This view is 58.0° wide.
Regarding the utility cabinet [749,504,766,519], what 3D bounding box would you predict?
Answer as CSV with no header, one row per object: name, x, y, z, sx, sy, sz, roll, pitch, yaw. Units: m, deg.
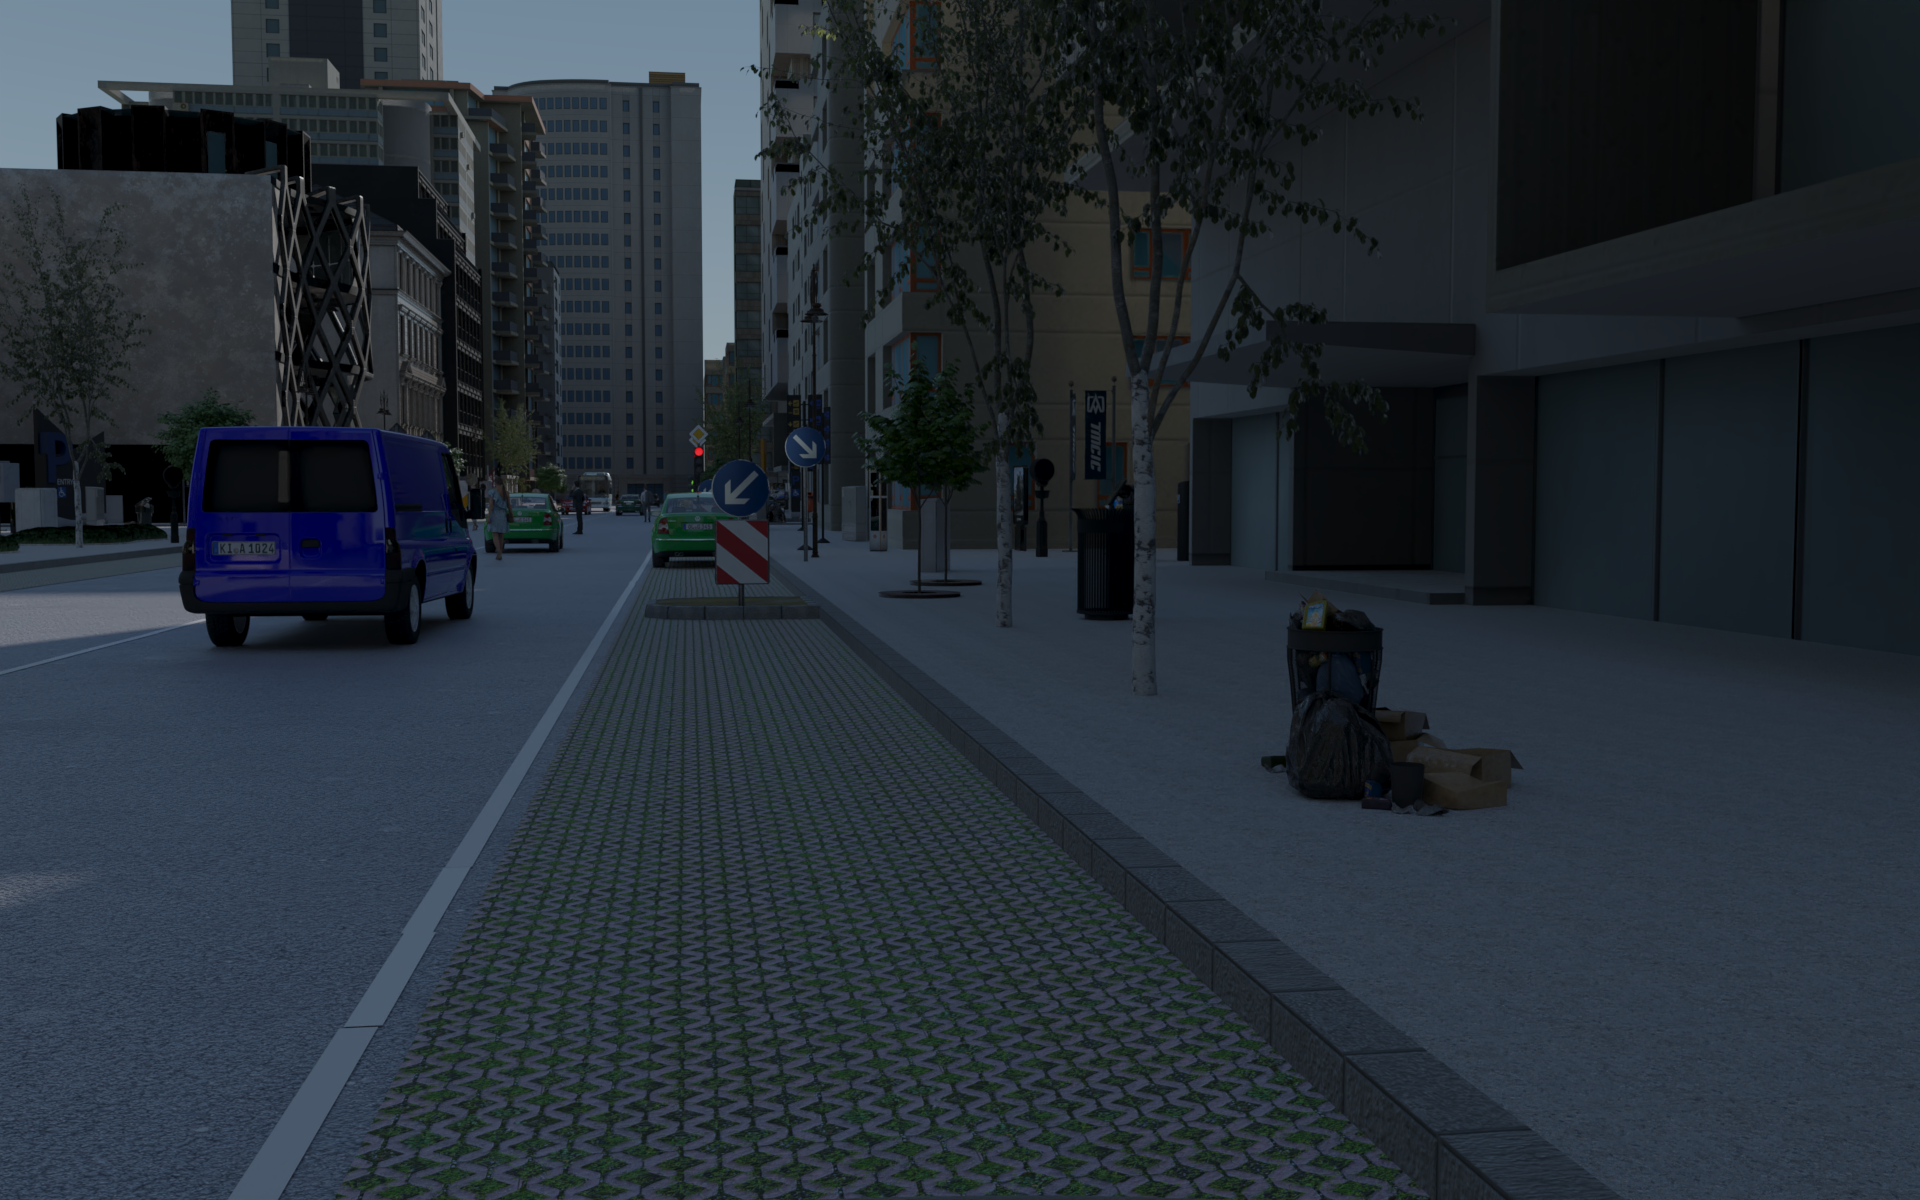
utility cabinet,-7.198,-3.229,61.470,0.318,1.500,1.173,1,4,9

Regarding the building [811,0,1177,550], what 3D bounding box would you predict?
building,10.093,-12.884,55.685,27.650,21.520,28.899,-1,4,-9

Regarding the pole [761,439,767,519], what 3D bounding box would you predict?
pole,-7.252,-4.291,63.998,0.158,3.312,0.155,0,3,0

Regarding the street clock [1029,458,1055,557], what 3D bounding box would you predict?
street clock,1.667,-1.875,35.234,0.471,2.002,0.358,-2,4,-24

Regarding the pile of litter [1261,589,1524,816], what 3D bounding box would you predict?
pile of litter,1.912,0.380,7.749,1.176,0.858,1.719,1,4,18

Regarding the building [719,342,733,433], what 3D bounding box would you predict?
building,-15.119,-22.557,213.840,27.650,21.520,28.899,-1,4,-9

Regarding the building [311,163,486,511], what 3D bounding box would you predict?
building,-41.603,-18.050,124.796,12.332,23.373,15.834,-1,4,-9

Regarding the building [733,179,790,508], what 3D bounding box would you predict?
building,-14.118,-23.886,162.235,14.160,30.474,14.107,-1,4,-9

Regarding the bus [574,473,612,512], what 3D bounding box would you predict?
bus,-30.396,-9.129,144.124,2.948,3.499,13.247,-1,4,-10

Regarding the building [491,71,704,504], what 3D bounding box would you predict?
building,-50.452,-42.914,243.635,28.212,58.520,21.231,-1,4,-9

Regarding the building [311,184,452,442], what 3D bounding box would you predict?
building,-38.226,-14.868,107.714,10.561,19.102,19.286,-1,4,-9

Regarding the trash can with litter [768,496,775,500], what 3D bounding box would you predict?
trash can with litter,-10.324,-5.115,95.009,0.624,1.170,1.055,-1,4,-17

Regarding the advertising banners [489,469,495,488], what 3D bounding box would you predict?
advertising banners,-31.925,-7.545,119.548,0.090,3.025,2.074,0,4,2

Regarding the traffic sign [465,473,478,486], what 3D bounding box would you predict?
traffic sign,-29.870,-6.471,105.900,0.768,2.556,0.104,0,4,0

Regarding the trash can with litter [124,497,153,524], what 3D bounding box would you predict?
trash can with litter,-29.764,-3.135,62.647,1.055,1.170,0.624,0,4,-5

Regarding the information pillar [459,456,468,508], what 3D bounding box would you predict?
information pillar,-30.507,-7.034,106.360,0.504,3.616,0.183,-1,4,-20

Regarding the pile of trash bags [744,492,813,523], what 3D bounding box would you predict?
pile of trash bags,-8.242,-4.178,78.064,3.447,1.369,1.912,0,4,-4

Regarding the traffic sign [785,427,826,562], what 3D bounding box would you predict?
traffic sign,-2.931,-2.004,32.872,0.768,2.556,0.104,0,4,-7

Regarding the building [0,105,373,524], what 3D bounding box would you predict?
building,-37.535,-13.226,83.704,16.820,18.784,16.811,-1,4,-9

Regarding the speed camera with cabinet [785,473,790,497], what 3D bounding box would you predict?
speed camera with cabinet,-14.012,-9.209,144.897,0.660,3.252,2.038,3,5,39

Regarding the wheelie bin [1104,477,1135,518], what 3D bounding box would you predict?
wheelie bin,3.142,-1.549,33.233,0.693,1.594,0.980,0,4,-2

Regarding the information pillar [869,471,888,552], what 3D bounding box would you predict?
information pillar,-1.822,-2.094,38.726,0.304,2.012,0.304,2,4,31

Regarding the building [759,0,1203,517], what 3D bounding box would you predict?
building,-0.489,-32.828,125.973,28.713,52.752,27.495,-1,4,-9

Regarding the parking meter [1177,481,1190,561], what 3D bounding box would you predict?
parking meter,4.355,-1.517,33.207,0.372,1.533,0.369,0,3,0

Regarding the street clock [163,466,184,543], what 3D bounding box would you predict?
street clock,-20.569,-2.492,45.320,0.471,2.002,0.358,-2,4,-32

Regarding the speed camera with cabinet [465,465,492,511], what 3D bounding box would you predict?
speed camera with cabinet,-33.287,-7.670,119.747,2.038,3.252,0.660,2,4,29

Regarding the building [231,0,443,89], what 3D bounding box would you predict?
building,-73.271,-47.029,207.170,20.611,71.187,20.563,-1,4,-9

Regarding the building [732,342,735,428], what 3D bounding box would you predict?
building,-9.629,-20.789,184.939,27.650,21.520,28.899,-1,4,-9

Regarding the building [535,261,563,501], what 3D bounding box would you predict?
building,-56.649,-27.080,214.453,14.107,30.474,14.160,-1,4,-9

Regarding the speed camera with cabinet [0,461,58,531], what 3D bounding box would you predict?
speed camera with cabinet,-26.264,-3.311,48.466,2.038,3.252,0.660,1,4,20

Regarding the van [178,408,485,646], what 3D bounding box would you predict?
van,-6.332,-0.835,18.042,2.240,2.365,5.245,0,4,-7

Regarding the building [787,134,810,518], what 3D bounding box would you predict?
building,5.667,-15.395,96.741,28.899,21.520,27.650,-1,4,-9

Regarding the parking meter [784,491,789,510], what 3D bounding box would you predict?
parking meter,-14.020,-8.055,140.109,0.372,1.533,0.369,0,3,0

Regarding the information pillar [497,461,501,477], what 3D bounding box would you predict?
information pillar,-32.982,-8.109,123.935,0.183,3.616,0.504,-2,4,-35

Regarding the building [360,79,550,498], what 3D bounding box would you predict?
building,-56.089,-32.489,185.811,22.147,44.769,28.867,-1,4,-9

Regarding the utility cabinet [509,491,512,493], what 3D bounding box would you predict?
utility cabinet,-34.370,-7.453,130.530,1.173,1.500,0.318,1,4,18

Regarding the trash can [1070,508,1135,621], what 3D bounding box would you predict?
trash can,1.504,-0.373,17.753,0.748,1.137,0.748,0,3,0

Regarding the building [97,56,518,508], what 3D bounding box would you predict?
building,-57.785,-28.557,158.782,32.217,40.220,23.993,-1,4,-9

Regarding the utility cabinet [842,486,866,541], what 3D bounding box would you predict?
utility cabinet,-2.914,-2.364,47.326,0.318,1.500,1.173,-1,4,-23

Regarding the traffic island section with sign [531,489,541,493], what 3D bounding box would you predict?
traffic island section with sign,-31.027,-7.236,126.940,1.989,1.847,2.006,-1,4,-9

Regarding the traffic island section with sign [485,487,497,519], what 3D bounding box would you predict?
traffic island section with sign,-26.843,-5.607,100.310,1.989,1.847,2.006,-1,4,-9

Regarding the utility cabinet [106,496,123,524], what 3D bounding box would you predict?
utility cabinet,-36.983,-3.924,75.320,1.020,1.237,0.306,-2,4,-32

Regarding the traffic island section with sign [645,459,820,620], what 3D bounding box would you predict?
traffic island section with sign,-2.721,-0.728,20.525,1.989,1.847,2.006,-1,4,-9

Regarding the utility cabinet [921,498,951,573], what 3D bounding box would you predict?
utility cabinet,-0.415,-1.076,28.754,0.306,1.237,1.020,1,4,12

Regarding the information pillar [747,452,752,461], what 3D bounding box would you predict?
information pillar,-11.592,-6.365,95.429,0.183,3.616,0.504,-3,4,-36

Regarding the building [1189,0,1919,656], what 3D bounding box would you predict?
building,16.963,-26.300,19.237,28.713,52.752,27.495,-1,4,-9

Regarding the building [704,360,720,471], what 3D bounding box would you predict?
building,-22.529,-24.897,252.101,28.899,21.520,27.650,-1,4,-9

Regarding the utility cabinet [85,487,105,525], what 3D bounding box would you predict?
utility cabinet,-26.238,-2.685,52.582,0.318,1.500,1.173,-1,4,-16
